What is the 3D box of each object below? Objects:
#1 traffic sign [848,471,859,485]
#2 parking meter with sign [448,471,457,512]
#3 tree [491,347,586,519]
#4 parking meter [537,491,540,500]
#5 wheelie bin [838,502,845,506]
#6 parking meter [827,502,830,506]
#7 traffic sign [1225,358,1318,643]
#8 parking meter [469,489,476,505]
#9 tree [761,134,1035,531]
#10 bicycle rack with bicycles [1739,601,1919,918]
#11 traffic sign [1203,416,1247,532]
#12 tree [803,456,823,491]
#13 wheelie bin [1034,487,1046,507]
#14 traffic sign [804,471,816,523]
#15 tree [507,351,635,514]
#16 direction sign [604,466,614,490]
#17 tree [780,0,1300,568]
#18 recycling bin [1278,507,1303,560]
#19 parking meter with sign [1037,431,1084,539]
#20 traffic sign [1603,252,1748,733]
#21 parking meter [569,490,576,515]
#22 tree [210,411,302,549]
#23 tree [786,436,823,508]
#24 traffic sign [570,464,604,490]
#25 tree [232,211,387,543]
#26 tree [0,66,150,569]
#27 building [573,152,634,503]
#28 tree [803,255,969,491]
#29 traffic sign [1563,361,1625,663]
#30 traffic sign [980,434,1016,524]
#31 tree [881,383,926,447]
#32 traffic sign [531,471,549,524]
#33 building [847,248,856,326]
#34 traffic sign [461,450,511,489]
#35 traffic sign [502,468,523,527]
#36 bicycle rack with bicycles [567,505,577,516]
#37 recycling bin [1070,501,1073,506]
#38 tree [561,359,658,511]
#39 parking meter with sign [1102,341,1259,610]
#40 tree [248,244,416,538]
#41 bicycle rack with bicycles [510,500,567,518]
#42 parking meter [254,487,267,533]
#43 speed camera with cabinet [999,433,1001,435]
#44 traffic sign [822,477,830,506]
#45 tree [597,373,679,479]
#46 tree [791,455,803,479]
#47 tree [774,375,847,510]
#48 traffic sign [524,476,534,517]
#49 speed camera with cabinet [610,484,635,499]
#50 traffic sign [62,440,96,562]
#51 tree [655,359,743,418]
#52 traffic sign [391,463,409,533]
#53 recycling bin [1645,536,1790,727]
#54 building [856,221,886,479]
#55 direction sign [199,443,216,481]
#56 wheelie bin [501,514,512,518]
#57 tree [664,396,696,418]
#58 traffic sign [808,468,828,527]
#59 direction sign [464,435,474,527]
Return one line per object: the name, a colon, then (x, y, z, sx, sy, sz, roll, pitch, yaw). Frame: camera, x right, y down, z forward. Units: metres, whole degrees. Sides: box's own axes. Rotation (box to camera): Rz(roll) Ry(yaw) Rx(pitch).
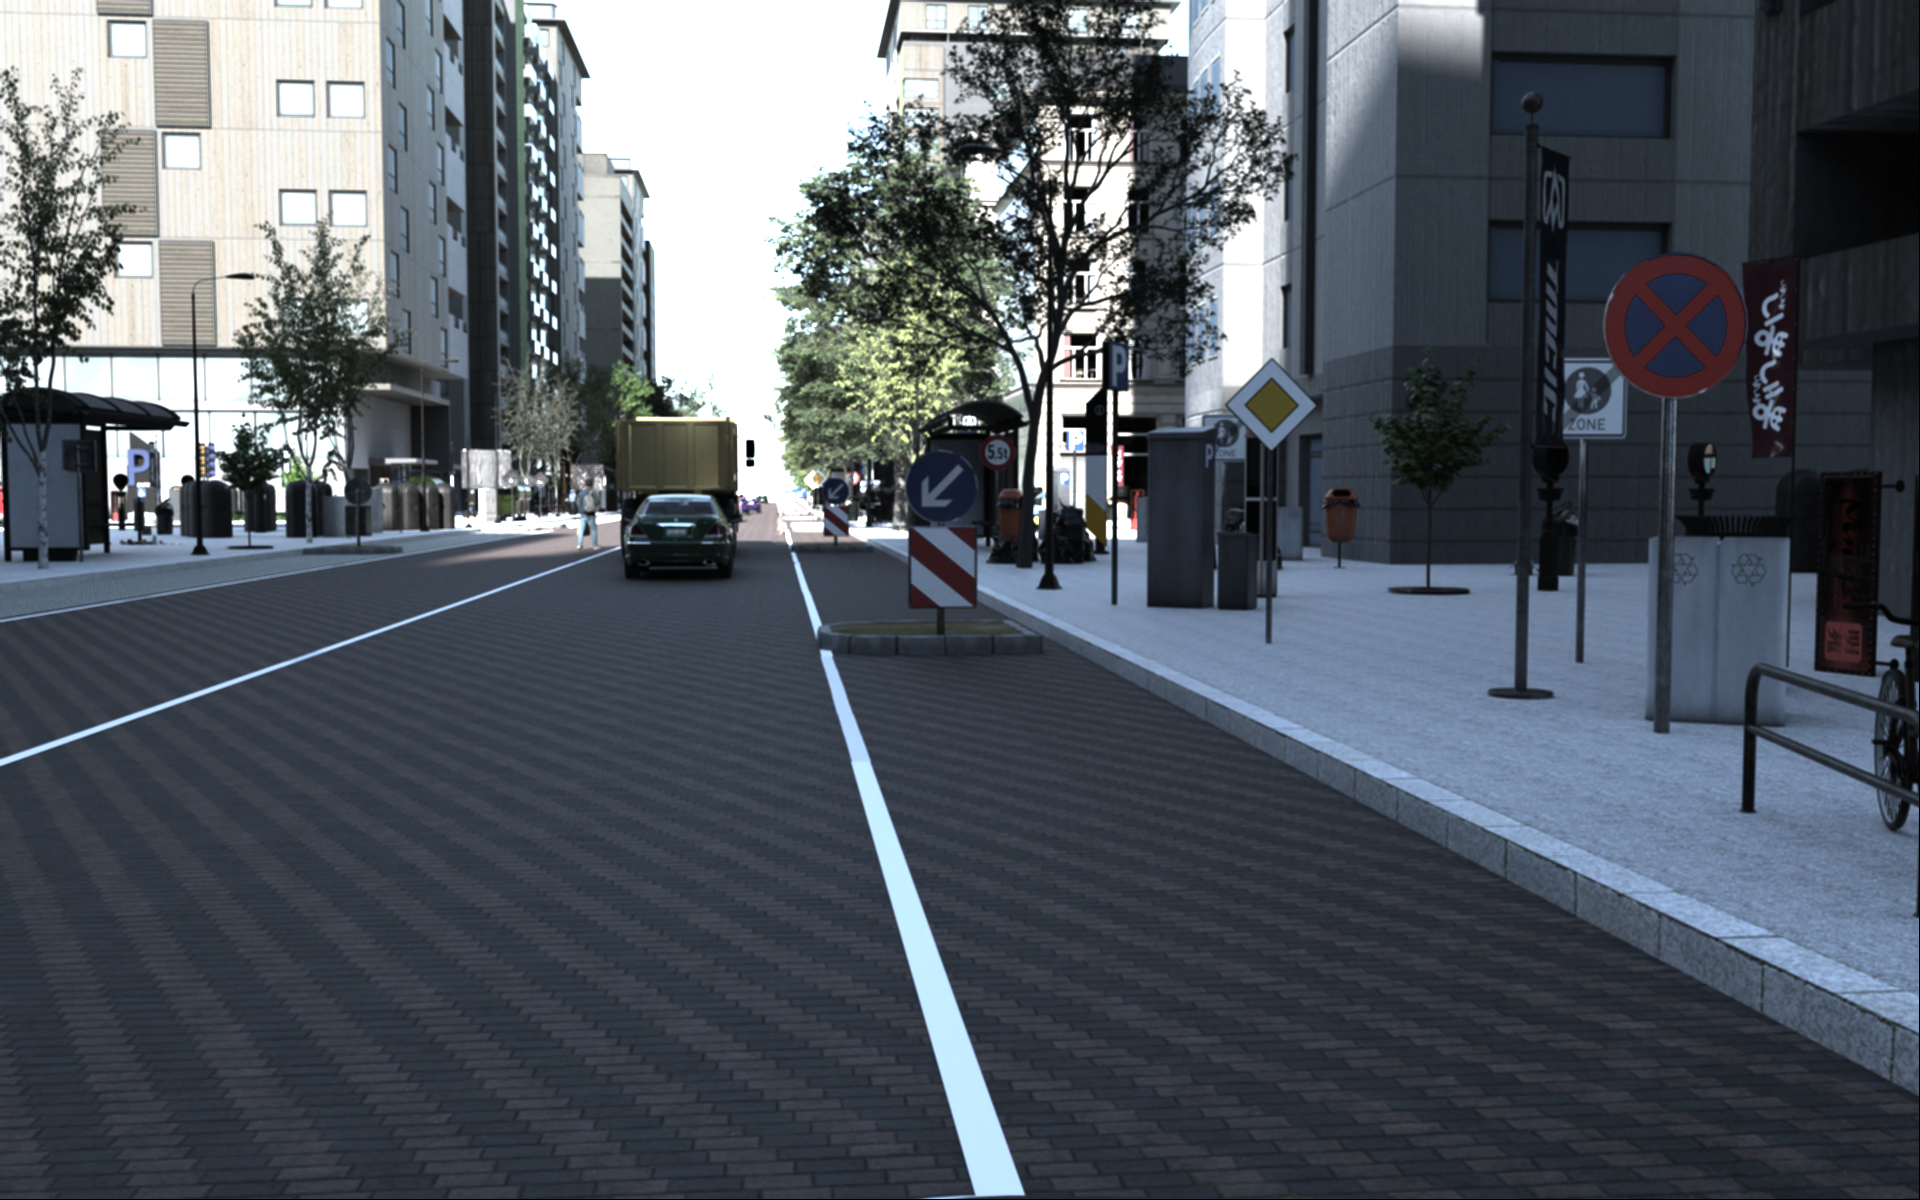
traffic sign: (-6.038, -5.947, 97.346, 0.768, 2.556, 0.104, 0, 4, 2)
parking meter with sign: (-35.398, -7.627, 120.959, 0.543, 3.016, 1.738, -1, 4, -14)
tree: (-21.930, -8.416, 87.970, 4.360, 8.622, 3.978, 0, 3, 0)
parking meter: (-33.617, -7.926, 137.997, 0.372, 1.533, 0.369, 0, 3, 0)
wheelie bin: (-6.419, -5.320, 94.896, 0.693, 1.594, 0.980, 0, 4, -3)
parking meter: (-8.666, -6.562, 115.698, 0.372, 1.533, 0.369, 0, 3, 0)
traffic sign: (2.652, -0.835, 14.831, 0.795, 2.450, 0.064, 0, 4, -4)
parking meter: (-27.550, -5.628, 97.731, 0.399, 1.863, 0.255, -2, 4, -29)
tree: (-2.150, -9.389, 60.163, 9.857, 13.997, 8.962, 0, 3, 0)
bicycle rack with bicycles: (4.081, 0.445, 6.107, 2.852, 0.926, 2.925, 1, 4, 9)
traffic sign: (3.395, -1.234, 22.298, 0.606, 2.300, 0.079, 0, 4, -6)
tree: (-11.512, -11.897, 144.870, 4.360, 8.622, 3.978, 0, 3, 0)
wheelie bin: (3.404, -4.252, 77.435, 0.980, 1.594, 0.693, 0, 4, 5)
traffic sign: (-6.407, -4.405, 75.671, 0.795, 2.450, 0.064, 0, 4, -6)
tree: (-24.956, -10.884, 112.363, 8.767, 10.594, 7.601, -1, 4, -19)
direction sign: (-28.147, -8.979, 138.807, 0.876, 3.537, 0.379, -1, 4, -14)
tree: (1.165, -5.815, 29.487, 8.767, 10.594, 7.601, -1, 4, -11)
recycling bin: (6.298, -1.303, 33.855, 0.722, 1.027, 0.722, 0, 4, 4)
parking meter with sign: (2.762, -3.202, 48.621, 0.543, 3.016, 1.738, -2, 4, -29)
traffic sign: (3.776, -0.559, 9.243, 0.768, 2.556, 0.104, 0, 4, -1)
parking meter: (-23.253, -5.847, 104.010, 0.372, 1.533, 0.369, 0, 3, 0)
tree: (-16.860, -2.826, 40.811, 1.663, 3.219, 1.824, 0, 3, 0)
tree: (-12.802, -14.595, 164.380, 9.928, 11.665, 9.643, 0, 3, 0)
traffic sign: (-25.477, -7.616, 118.387, 2.265, 3.308, 0.079, 0, 4, -1)
tree: (-17.195, -5.822, 45.546, 4.737, 8.622, 4.395, 0, 3, 0)
tree: (-15.975, -4.844, 29.570, 4.360, 8.622, 3.978, 0, 3, 0)
building: (-58.315, -38.182, 247.984, 21.300, 48.544, 21.600, 0, 4, -6)
tree: (-1.519, -6.235, 52.311, 4.737, 8.622, 4.395, 0, 3, 0)
traffic sign: (4.718, -0.672, 13.119, 0.606, 2.300, 0.079, 0, 4, -2)
traffic sign: (0.804, -2.258, 37.022, 0.768, 2.556, 0.104, 0, 4, 1)
tree: (-3.300, -9.582, 107.028, 4.360, 8.622, 3.978, 0, 3, 0)
traffic sign: (-18.037, -4.331, 74.449, 0.795, 2.450, 0.064, 0, 4, -6)
building: (-7.903, -41.352, 295.709, 23.786, 49.044, 30.456, 0, 4, -6)
traffic sign: (-21.767, -5.245, 79.626, 2.265, 3.308, 0.079, 0, 4, -2)
traffic sign: (-17.185, -3.845, 66.510, 0.795, 2.450, 0.064, 0, 4, -6)
bicycle rack with bicycles: (-24.197, -5.413, 101.880, 2.925, 0.926, 2.852, -1, 4, -16)
recycling bin: (3.884, -3.280, 66.176, 0.722, 1.027, 0.722, 1, 4, 18)
tree: (-26.830, -12.752, 134.250, 9.928, 11.665, 9.643, 0, 3, 0)
parking meter with sign: (2.508, -1.427, 19.596, 1.738, 3.016, 0.543, 2, 4, 30)
tree: (-18.024, -6.103, 50.145, 4.360, 8.622, 3.978, 0, 3, 0)
bicycle rack with bicycles: (-22.871, -4.816, 92.131, 2.852, 0.926, 2.925, 0, 4, 3)
parking meter: (-23.359, -3.021, 57.808, 0.372, 1.533, 0.369, 0, 3, 0)
speed camera with cabinet: (0.317, -3.049, 44.180, 2.038, 3.252, 0.660, 0, 4, -1)
traffic sign: (-9.695, -7.686, 125.776, 0.768, 2.556, 0.104, 0, 4, -6)
tree: (-29.967, -15.137, 164.497, 9.611, 12.733, 9.660, 0, 3, 0)
tree: (-18.104, -15.946, 211.082, 4.737, 8.622, 4.395, 0, 3, 0)
tree: (-10.795, -13.355, 136.474, 7.486, 12.596, 7.792, 0, 3, 0)
traffic sign: (-23.766, -5.705, 95.405, 0.606, 2.300, 0.079, 0, 4, 1)
speed camera with cabinet: (-28.802, -9.386, 147.791, 2.038, 3.252, 0.660, 0, 4, -1)
traffic sign: (-16.611, -1.869, 32.683, 0.606, 2.300, 0.079, 0, 4, -3)
tree: (-36.836, -23.601, 241.766, 12.611, 20.169, 13.585, 0, 3, 0)
traffic sign: (-18.544, -3.380, 57.388, 0.606, 2.300, 0.079, 0, 4, -2)
recycling bin: (4.357, 0.159, 9.958, 0.722, 1.027, 0.722, 2, 4, 25)
building: (-8.465, -35.139, 258.120, 14.154, 41.232, 14.086, 0, 4, -6)
direction sign: (-33.394, -5.192, 76.879, 0.876, 3.537, 0.379, 1, 4, 20)
wheelie bin: (-24.689, -5.266, 94.013, 0.693, 1.594, 0.980, -1, 4, -22)
tree: (-32.550, -16.468, 187.372, 7.486, 12.596, 7.792, 0, 3, 0)
traffic sign: (-5.555, -3.920, 67.732, 0.795, 2.450, 0.064, 0, 4, -6)
direction sign: (-18.908, -4.561, 66.575, 0.379, 3.537, 0.876, -1, 4, -13)
